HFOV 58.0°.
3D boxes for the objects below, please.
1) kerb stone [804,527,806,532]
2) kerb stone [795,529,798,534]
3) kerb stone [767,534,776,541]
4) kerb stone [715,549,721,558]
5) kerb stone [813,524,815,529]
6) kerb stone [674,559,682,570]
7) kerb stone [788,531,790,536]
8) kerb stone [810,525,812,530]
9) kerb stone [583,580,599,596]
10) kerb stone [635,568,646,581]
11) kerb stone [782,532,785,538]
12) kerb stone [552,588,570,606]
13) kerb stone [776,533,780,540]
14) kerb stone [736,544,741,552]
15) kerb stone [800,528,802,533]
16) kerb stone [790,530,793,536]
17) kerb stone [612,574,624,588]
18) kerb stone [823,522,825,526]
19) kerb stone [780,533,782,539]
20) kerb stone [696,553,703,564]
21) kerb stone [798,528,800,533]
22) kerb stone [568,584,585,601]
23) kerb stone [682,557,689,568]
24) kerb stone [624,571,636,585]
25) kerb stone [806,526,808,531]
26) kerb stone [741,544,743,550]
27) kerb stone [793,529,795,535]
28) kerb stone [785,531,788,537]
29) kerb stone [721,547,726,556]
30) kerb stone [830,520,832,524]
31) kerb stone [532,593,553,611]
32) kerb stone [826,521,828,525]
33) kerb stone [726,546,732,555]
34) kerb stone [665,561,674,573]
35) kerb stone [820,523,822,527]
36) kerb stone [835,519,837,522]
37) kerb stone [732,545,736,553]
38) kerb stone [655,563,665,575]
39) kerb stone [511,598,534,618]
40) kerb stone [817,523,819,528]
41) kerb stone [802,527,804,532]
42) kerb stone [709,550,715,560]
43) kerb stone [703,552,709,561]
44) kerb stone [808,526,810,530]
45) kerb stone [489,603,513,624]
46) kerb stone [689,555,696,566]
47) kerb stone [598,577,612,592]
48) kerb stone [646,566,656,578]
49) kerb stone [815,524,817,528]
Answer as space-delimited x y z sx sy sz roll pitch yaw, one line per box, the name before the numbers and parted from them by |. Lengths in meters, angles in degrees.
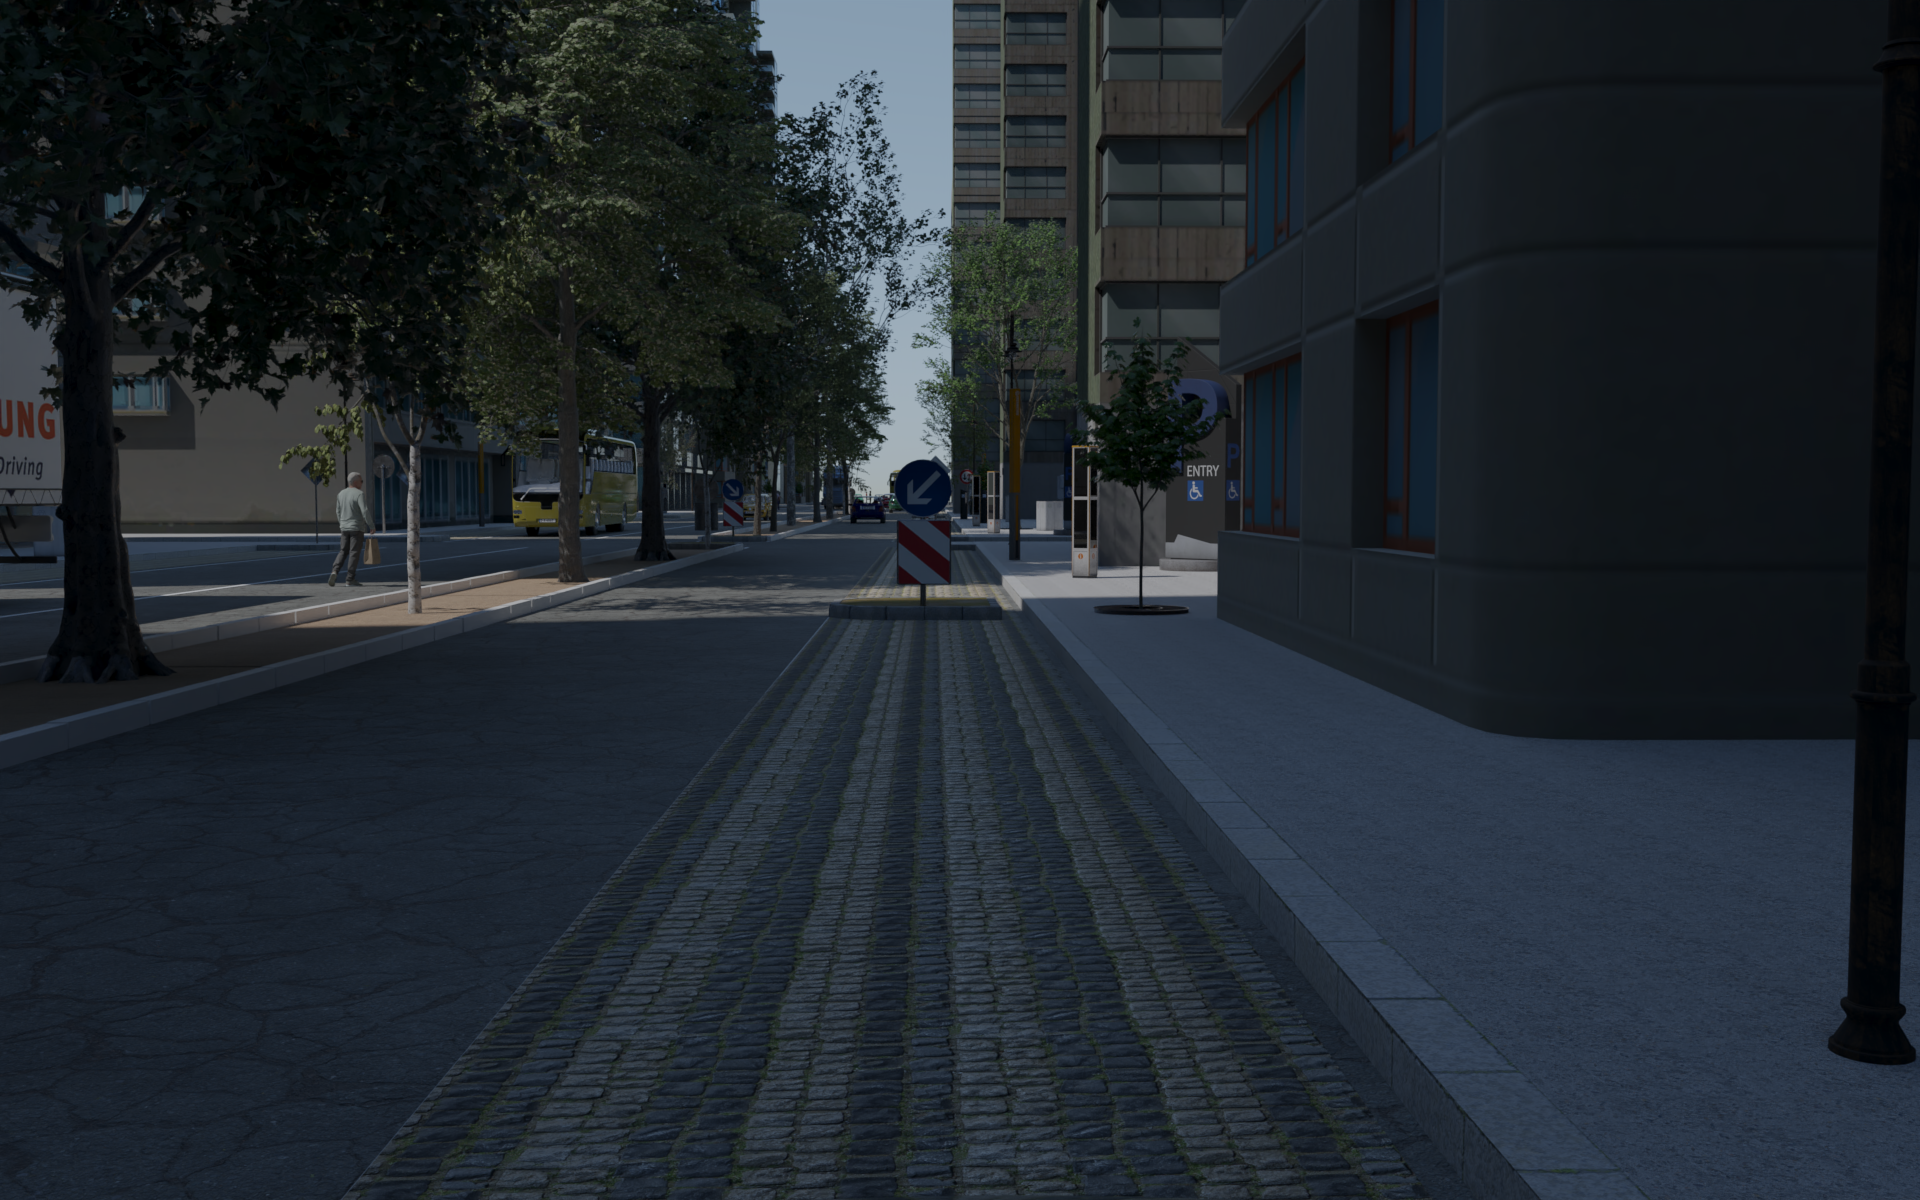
kerb stone | -5.980 -2.625 65.117 0.120 0.150 1.000 0 4 -1
kerb stone | -5.912 -2.375 61.021 0.120 0.150 1.000 0 4 -1
kerb stone | -5.780 -1.873 52.825 0.120 0.150 1.000 0 4 -1
kerb stone | -5.545 -1.024 38.942 0.120 0.150 1.000 0 4 -1
kerb stone | -6.063 -2.928 70.233 0.120 0.150 1.000 0 4 -1
kerb stone | -5.450 -0.644 32.791 0.120 0.150 1.000 0 4 -1
kerb stone | -5.864 -2.187 57.952 0.120 0.150 1.000 0 4 -1
kerb stone | -6.029 -2.811 68.189 0.120 0.150 1.000 0 4 -1
kerb stone | -5.313 -0.147 24.595 0.120 0.150 1.000 0 4 -1
kerb stone | -5.387 -0.397 28.691 0.120 0.150 1.000 0 4 -1
kerb stone | -5.827 -2.061 55.892 0.120 0.150 1.000 0 4 -1
kerb stone | -5.280 -0.015 22.545 0.120 0.150 1.000 0 4 -1
kerb stone | -5.793 -1.936 53.848 0.120 0.150 1.000 0 4 -1
kerb stone | -5.613 -1.275 43.043 0.120 0.150 1.000 0 4 -1
kerb stone | -5.949 -2.500 63.066 0.120 0.150 1.000 0 4 -1
kerb stone | -5.876 -2.243 58.977 0.120 0.150 1.000 0 4 -1
kerb stone | -5.352 -0.272 26.639 0.120 0.150 1.000 0 4 -1
kerb stone | -6.168 -3.313 76.376 0.120 0.150 1.000 0 4 -1
kerb stone | -5.809 -1.998 54.870 0.120 0.150 1.000 0 4 -1
kerb stone | -5.499 -0.836 35.863 0.120 0.150 1.000 0 4 -1
kerb stone | -5.929 -2.437 62.044 0.120 0.150 1.000 0 4 -1
kerb stone | -5.303 -0.078 23.570 0.120 0.150 1.000 0 4 -1
kerb stone | -5.467 -0.711 33.813 0.120 0.150 1.000 0 4 -1
kerb stone | -5.366 -0.329 27.666 0.120 0.150 1.000 0 4 -1
kerb stone | -5.993 -2.684 66.143 0.120 0.150 1.000 0 4 -1
kerb stone | -5.632 -1.338 44.065 0.120 0.150 1.000 0 4 -1
kerb stone | -5.896 -2.312 59.999 0.120 0.150 1.000 0 4 -1
kerb stone | -5.853 -2.121 56.929 0.120 0.150 1.000 0 4 -1
kerb stone | -5.571 -1.087 39.964 0.120 0.150 1.000 0 4 -1
kerb stone | -6.249 -3.627 81.500 0.120 0.150 1.000 0 4 -1
kerb stone | -5.262 0.044 21.521 0.120 0.150 1.000 0 4 -1
kerb stone | -6.196 -3.433 78.430 0.120 0.150 1.000 0 4 -1
kerb stone | -5.583 -1.148 40.994 0.120 0.150 1.000 0 4 -1
kerb stone | -5.431 -0.583 31.761 0.120 0.150 1.000 0 4 -1
kerb stone | -6.131 -3.189 74.332 0.120 0.150 1.000 0 4 -1
kerb stone | -6.312 -3.878 85.594 0.120 0.150 1.000 0 4 -1
kerb stone | -5.607 -1.209 42.016 0.120 0.150 1.000 0 4 -1
kerb stone | -5.417 -0.521 30.735 0.120 0.150 1.000 0 4 -1
kerb stone | -5.249 0.104 20.498 0.120 0.150 1.000 0 4 -1
kerb stone | -6.099 -3.063 72.281 0.120 0.150 1.000 0 4 -1
kerb stone | -5.965 -2.556 64.091 0.120 0.150 1.000 0 4 -1
kerb stone | -5.532 -0.961 37.916 0.120 0.150 1.000 0 4 -1
kerb stone | -5.523 -0.899 36.888 0.120 0.150 1.000 0 4 -1
kerb stone | -6.013 -2.750 67.166 0.120 0.150 1.000 0 4 -1
kerb stone | -5.234 0.170 19.475 0.120 0.150 1.000 0 4 -1
kerb stone | -5.486 -0.770 34.841 0.120 0.150 1.000 0 4 -1
kerb stone | -5.343 -0.209 25.617 0.120 0.150 1.000 0 4 -1
kerb stone | -5.403 -0.460 29.713 0.120 0.150 1.000 0 4 -1
kerb stone | -6.077 -3.001 71.255 0.120 0.150 1.000 0 4 -1
